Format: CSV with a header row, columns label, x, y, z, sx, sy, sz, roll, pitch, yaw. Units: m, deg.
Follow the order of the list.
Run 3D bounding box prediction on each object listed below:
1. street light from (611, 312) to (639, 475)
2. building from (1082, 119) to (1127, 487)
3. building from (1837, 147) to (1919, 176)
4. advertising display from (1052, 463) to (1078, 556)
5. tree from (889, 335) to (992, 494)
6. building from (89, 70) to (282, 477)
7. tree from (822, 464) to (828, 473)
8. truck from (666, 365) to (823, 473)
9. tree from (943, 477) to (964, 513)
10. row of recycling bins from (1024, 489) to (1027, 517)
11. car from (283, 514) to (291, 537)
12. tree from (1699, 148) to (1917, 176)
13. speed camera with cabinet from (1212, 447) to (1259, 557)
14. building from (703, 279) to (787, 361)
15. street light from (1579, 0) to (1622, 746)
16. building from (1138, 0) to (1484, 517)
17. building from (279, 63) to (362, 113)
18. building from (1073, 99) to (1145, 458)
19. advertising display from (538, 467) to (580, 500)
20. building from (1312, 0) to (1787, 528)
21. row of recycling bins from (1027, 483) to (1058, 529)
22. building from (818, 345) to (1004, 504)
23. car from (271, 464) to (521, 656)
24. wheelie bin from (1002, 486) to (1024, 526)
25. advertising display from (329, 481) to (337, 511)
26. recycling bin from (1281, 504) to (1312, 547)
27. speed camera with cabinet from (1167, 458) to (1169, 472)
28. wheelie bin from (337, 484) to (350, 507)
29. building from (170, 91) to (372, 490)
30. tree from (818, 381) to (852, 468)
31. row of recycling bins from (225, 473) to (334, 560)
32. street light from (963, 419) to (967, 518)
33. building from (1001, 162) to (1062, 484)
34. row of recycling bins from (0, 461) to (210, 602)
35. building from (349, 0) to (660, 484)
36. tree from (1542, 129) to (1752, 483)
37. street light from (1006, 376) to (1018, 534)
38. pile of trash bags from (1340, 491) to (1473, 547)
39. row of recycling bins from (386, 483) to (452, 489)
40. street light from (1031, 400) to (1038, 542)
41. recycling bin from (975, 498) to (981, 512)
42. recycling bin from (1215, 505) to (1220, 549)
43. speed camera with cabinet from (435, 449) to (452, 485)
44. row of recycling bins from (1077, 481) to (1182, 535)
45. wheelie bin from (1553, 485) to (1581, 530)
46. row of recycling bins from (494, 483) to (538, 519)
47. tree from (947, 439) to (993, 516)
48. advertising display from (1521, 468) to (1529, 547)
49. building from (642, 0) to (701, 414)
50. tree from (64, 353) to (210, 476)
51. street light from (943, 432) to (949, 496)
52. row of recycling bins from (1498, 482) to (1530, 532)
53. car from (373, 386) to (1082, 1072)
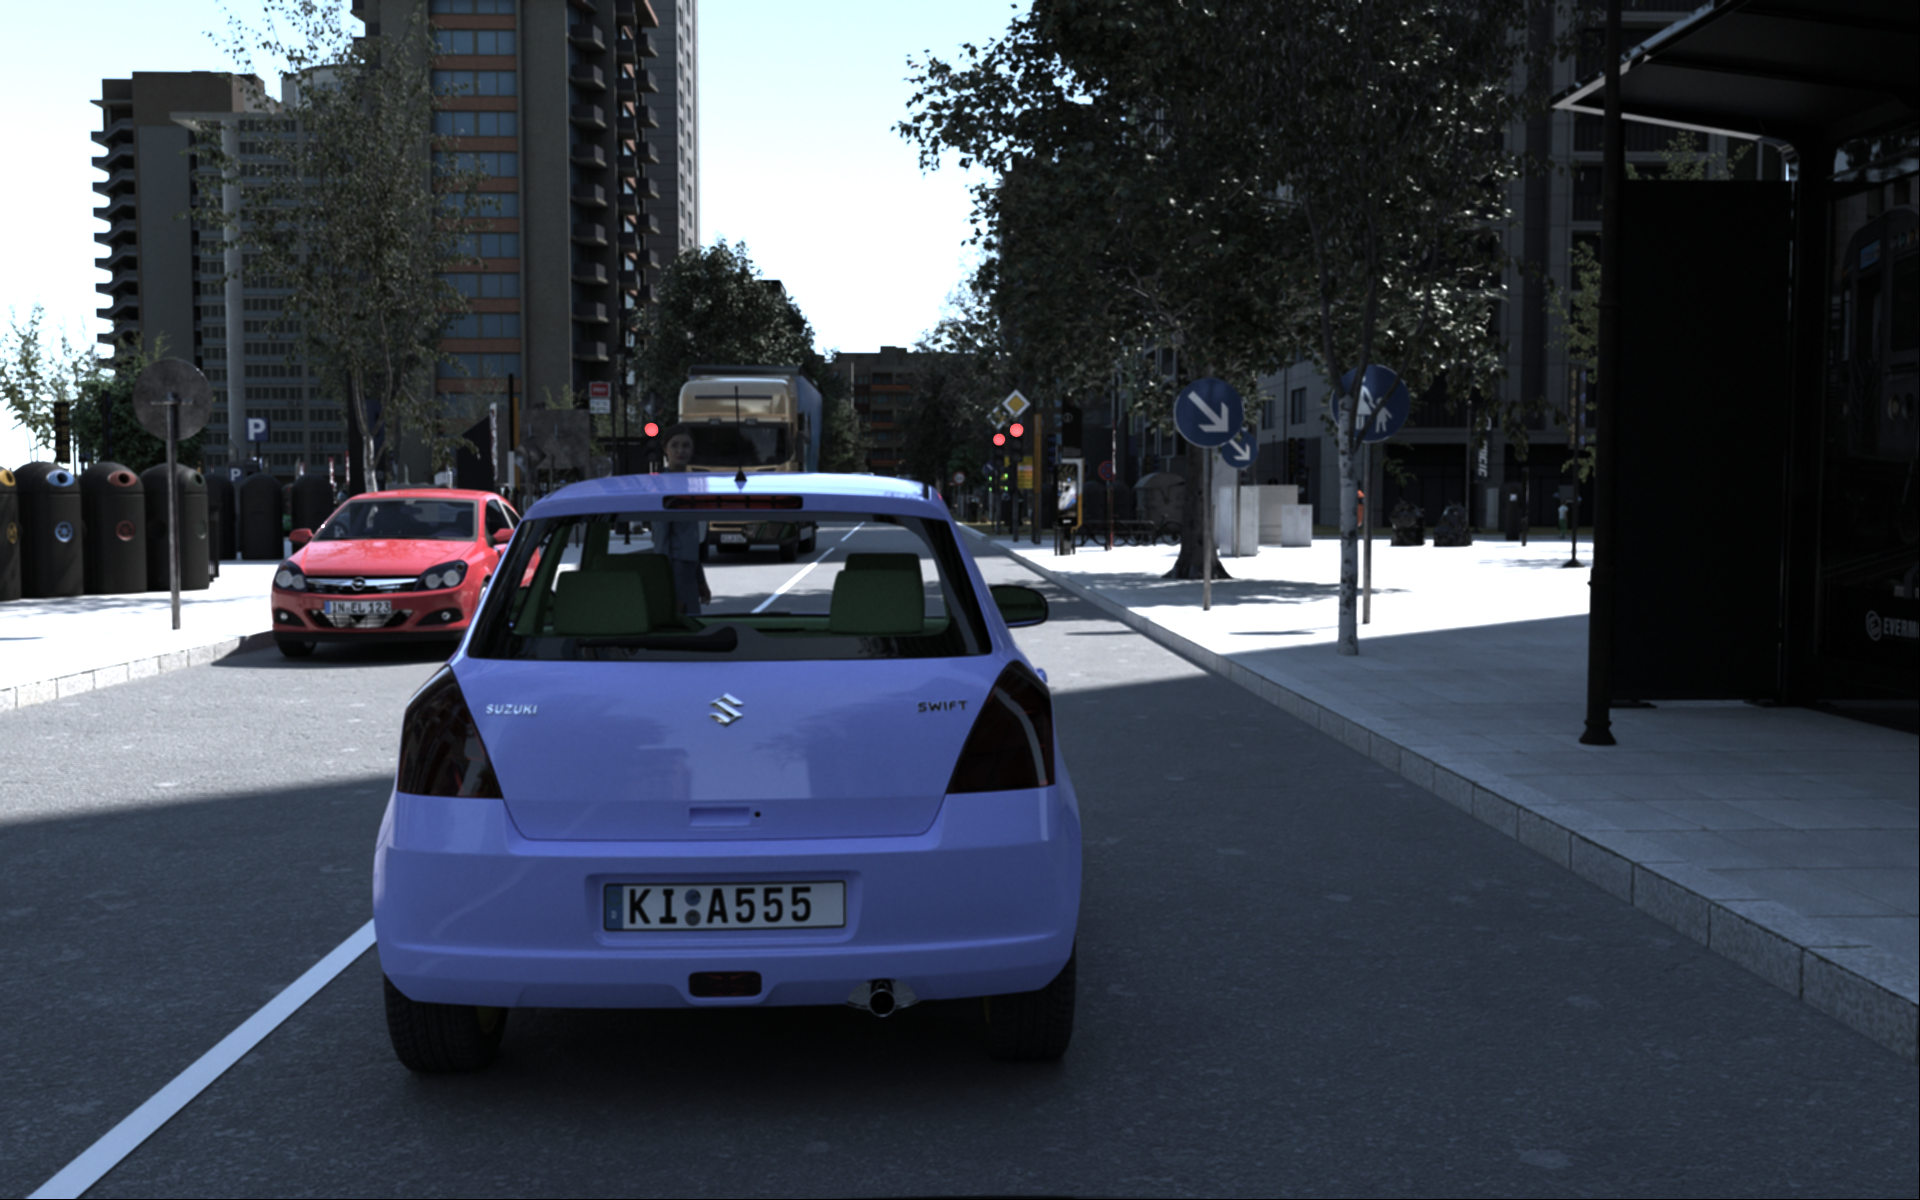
label,x,y,z,sx,sy,sz,roll,pitch,yaw
street light,-8.511,-4.363,44.123,0.468,5.910,1.993,0,4,-2
building,23.001,-51.898,161.206,22.319,86.520,31.000,0,4,-2
building,57.624,-32.843,78.984,28.212,58.520,21.231,0,4,-2
advertising display,2.200,-1.896,36.205,0.123,1.923,0.974,2,4,29
tree,-1.845,-21.068,200.347,12.611,20.169,13.585,0,3,0
building,-79.981,-32.467,180.947,14.200,45.320,14.600,0,4,-2
tree,-12.318,-9.588,140.473,4.285,4.588,4.351,0,3,0
truck,-4.712,-3.126,40.026,2.839,4.237,11.283,0,4,-1
tree,-0.134,-7.677,120.118,1.663,3.219,1.824,0,3,0
row of recycling bins,4.310,-5.463,96.431,1.069,1.692,3.534,-1,4,-22
car,-21.402,-2.498,49.643,4.718,1.807,1.959,0,4,-4
tree,14.604,-4.795,28.763,4.360,8.622,3.978,0,3,0
speed camera with cabinet,5.707,-2.568,36.323,0.660,3.252,2.038,0,4,-8
building,-30.384,-28.208,232.908,14.107,30.474,14.160,0,4,-2
street light,3.283,-2.199,8.739,0.468,5.910,1.993,0,4,-2
building,22.151,-41.616,118.678,20.563,71.187,20.611,0,4,-2
building,-75.660,-42.366,234.689,28.212,58.520,21.231,0,4,-2
building,18.343,-30.663,184.937,14.154,41.232,14.086,0,4,-2
advertising display,-9.556,-2.206,41.283,0.974,1.923,0.123,-2,4,-26
building,25.329,-38.931,74.771,20.611,71.187,20.563,0,4,-2
row of recycling bins,4.371,-3.432,63.230,3.534,1.692,1.069,2,4,29
building,-9.111,-24.236,241.301,28.899,21.520,27.650,0,4,-2
car,-5.200,-0.467,16.679,2.155,1.783,4.494,0,4,-4
wheelie bin,2.066,-3.726,68.836,0.693,1.594,0.980,3,5,40
advertising display,-31.873,-5.039,87.605,0.123,1.923,0.974,1,4,20
recycling bin,8.185,-1.806,42.082,0.722,1.027,0.722,1,4,11
speed camera with cabinet,11.340,-6.174,95.286,0.660,3.252,2.038,2,4,31
wheelie bin,-18.945,-2.815,53.932,0.693,1.594,0.980,2,4,29
building,-60.166,-29.433,173.110,23.993,40.220,32.217,0,4,-2
tree,-11.749,-12.093,132.138,7.601,10.594,8.767,-1,4,-19
row of recycling bins,-14.099,-1.639,33.918,3.534,1.692,1.069,-1,4,-12
street light,0.265,-7.323,92.516,0.468,5.910,1.993,0,4,-2
building,12.701,-35.689,233.617,14.200,45.320,14.600,0,4,-2
row of recycling bins,-11.191,-0.907,21.949,1.069,1.692,3.534,2,4,28
building,-36.759,-29.815,142.093,22.147,44.769,28.867,0,4,-2
tree,13.823,-5.162,34.754,4.737,8.622,4.395,0,3,0
street light,1.647,-5.038,55.159,0.468,5.910,1.993,0,4,-2
pile of trash bags,11.153,-2.056,43.375,3.447,1.369,1.912,3,4,36
row of recycling bins,-19.857,-3.429,63.180,3.534,1.692,1.069,1,4,22
street light,1.981,-4.481,46.050,0.468,5.910,1.993,0,4,-2
recycling bin,1.113,-7.022,127.363,0.722,1.027,0.722,1,4,13
recycling bin,6.256,-1.728,40.802,0.722,1.027,0.722,2,4,33
speed camera with cabinet,-21.271,-4.765,72.240,0.660,3.252,2.038,0,4,5
row of recycling bins,5.470,-2.943,55.231,3.534,1.692,1.069,-1,4,-20
wheelie bin,21.943,-3.351,62.692,0.980,1.594,0.693,0,4,5
row of recycling bins,-15.551,-3.278,60.716,3.534,1.692,1.069,1,4,13
tree,0.703,-7.314,103.299,4.285,4.588,4.351,0,3,0
advertising display,13.920,-2.291,42.669,0.123,1.923,0.974,1,4,20
building,-38.100,-45.316,179.160,20.611,71.187,20.563,0,4,-2
tree,-19.255,-3.489,40.752,4.285,4.588,4.351,0,3,0
street light,-1.008,-9.542,128.799,0.468,5.910,1.993,0,4,-2
row of recycling bins,18.995,-3.203,59.481,1.069,1.692,3.534,1,4,17
car,-0.635,0.242,5.638,1.945,1.707,3.694,0,4,-4
